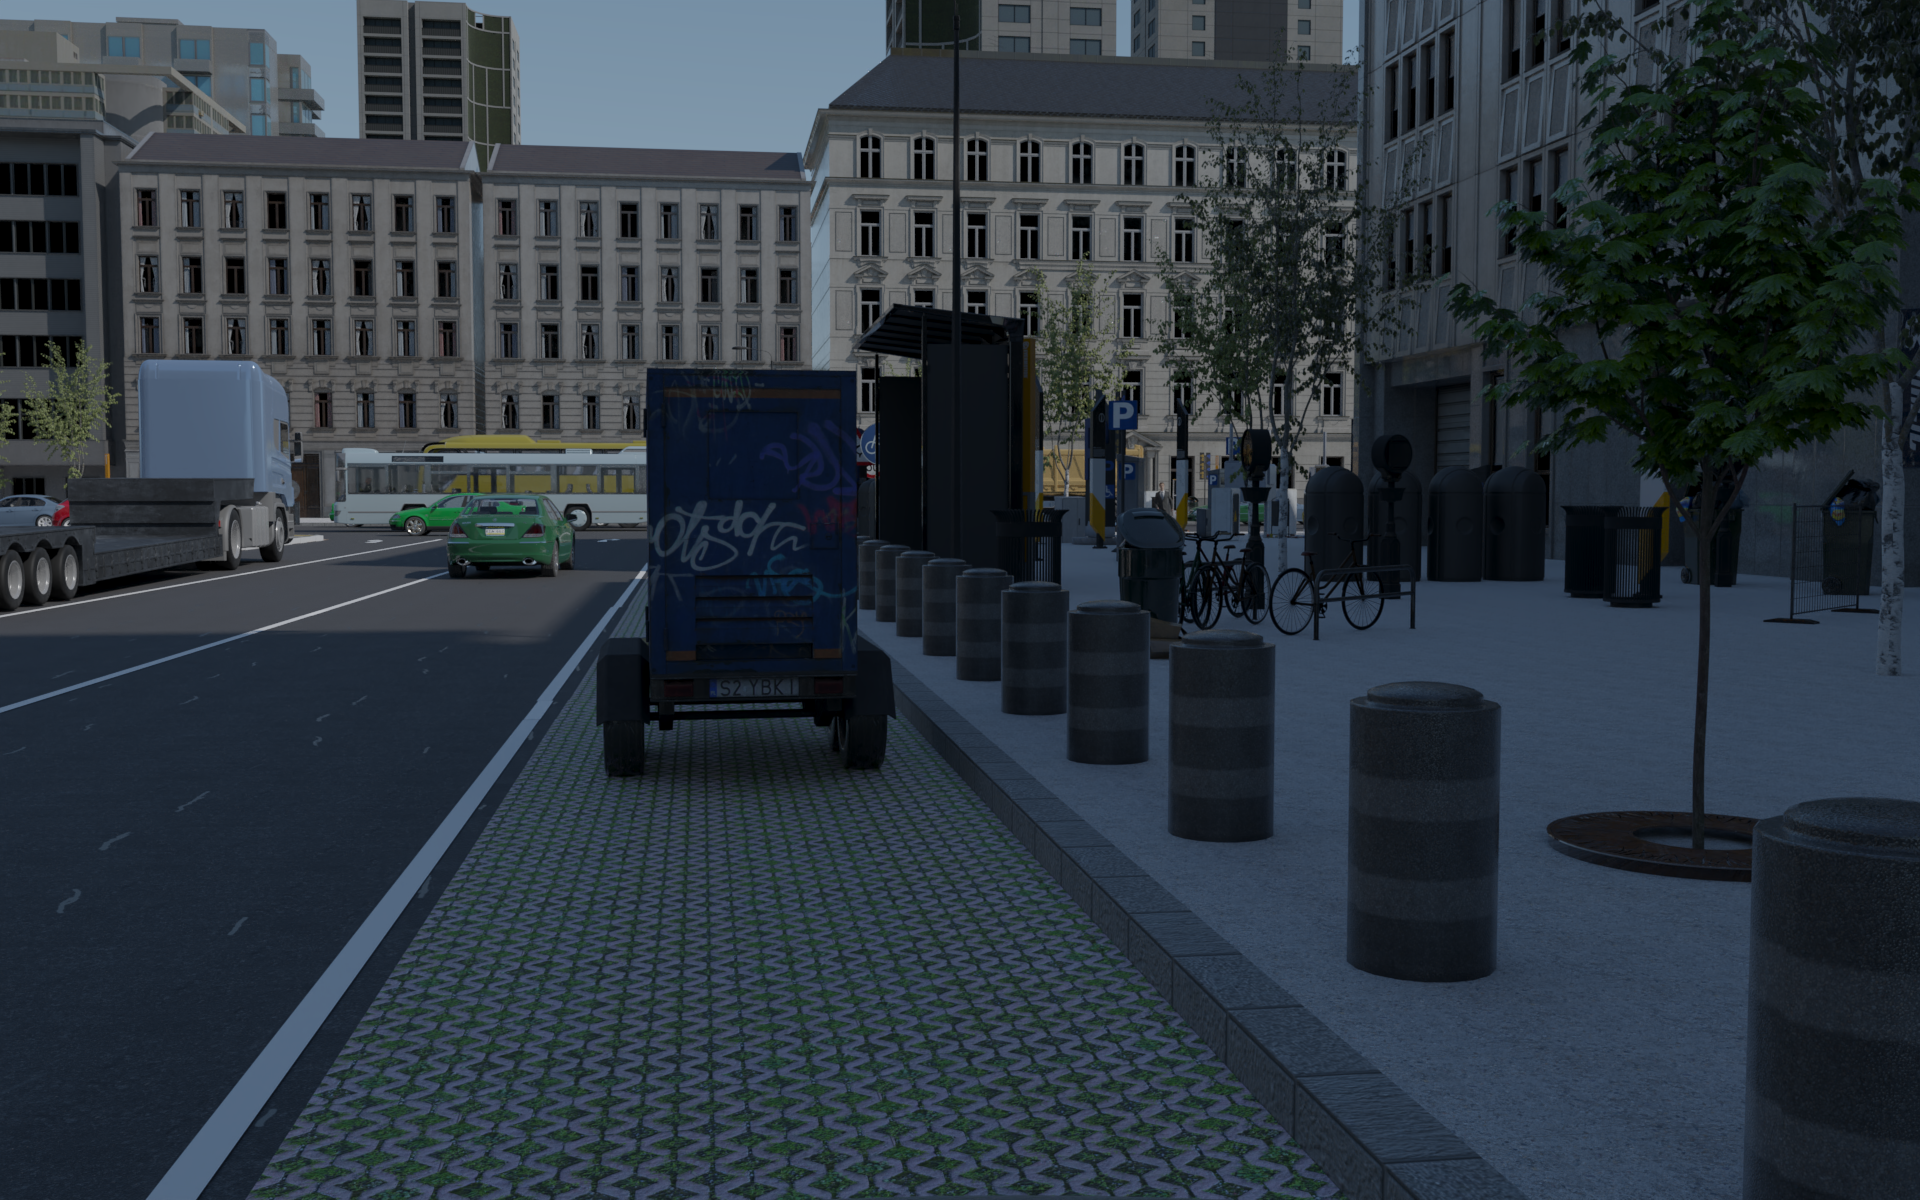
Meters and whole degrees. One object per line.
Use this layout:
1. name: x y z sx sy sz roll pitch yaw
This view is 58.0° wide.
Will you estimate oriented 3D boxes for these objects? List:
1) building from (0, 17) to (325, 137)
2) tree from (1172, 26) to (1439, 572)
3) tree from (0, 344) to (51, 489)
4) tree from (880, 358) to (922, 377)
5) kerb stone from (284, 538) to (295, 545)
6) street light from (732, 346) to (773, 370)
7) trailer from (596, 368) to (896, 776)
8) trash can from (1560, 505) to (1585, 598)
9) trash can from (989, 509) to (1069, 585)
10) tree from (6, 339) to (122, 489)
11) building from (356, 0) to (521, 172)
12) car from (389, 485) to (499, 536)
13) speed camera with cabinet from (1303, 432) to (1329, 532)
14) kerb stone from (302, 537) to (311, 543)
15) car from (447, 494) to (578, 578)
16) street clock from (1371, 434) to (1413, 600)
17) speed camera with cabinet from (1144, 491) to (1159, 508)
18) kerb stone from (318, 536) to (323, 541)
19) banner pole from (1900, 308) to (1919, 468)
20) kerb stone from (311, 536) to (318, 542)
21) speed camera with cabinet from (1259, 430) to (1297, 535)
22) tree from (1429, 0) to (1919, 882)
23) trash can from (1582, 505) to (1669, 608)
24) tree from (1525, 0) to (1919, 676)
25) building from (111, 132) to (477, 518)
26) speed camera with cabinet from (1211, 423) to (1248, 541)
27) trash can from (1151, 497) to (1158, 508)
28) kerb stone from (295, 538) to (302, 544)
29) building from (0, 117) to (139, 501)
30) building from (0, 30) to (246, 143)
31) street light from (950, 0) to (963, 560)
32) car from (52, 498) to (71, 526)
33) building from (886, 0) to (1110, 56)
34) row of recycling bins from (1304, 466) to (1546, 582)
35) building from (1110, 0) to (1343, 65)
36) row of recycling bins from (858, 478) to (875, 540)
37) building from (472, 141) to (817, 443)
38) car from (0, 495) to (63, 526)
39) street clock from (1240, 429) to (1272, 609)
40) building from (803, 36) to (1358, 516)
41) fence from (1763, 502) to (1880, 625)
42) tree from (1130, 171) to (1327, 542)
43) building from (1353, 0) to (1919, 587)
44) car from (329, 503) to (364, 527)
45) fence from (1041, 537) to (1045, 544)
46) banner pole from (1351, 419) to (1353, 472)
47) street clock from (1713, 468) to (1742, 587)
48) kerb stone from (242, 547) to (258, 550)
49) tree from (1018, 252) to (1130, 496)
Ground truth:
1. building: -81.672 -34.129 177.624 30.456 49.044 23.786 -1 4 -8
2. tree: 5.559 -4.769 28.338 4.360 8.622 3.978 0 3 0
3. tree: -47.565 -8.160 83.786 4.737 8.622 4.395 0 3 0
4. tree: -2.672 -8.598 90.939 4.737 8.622 4.395 0 3 0
5. kerb stone: -19.052 -1.636 48.940 0.120 0.150 1.000 -1 4 -8
6. street light: -6.449 -5.012 54.493 1.470 5.913 1.316 -1 4 -8
7. trailer: -1.296 -0.173 9.879 1.471 1.999 3.904 -1 4 -10
8. trash can: 7.817 -0.600 21.461 0.748 1.137 0.748 0 3 0
9. trash can: 0.641 -0.273 16.111 0.748 1.137 0.748 0 3 0
10. tree: -41.797 -8.023 81.536 4.737 8.622 4.395 0 3 0
11. building: -75.916 -49.966 255.197 20.611 71.187 20.563 -1 4 -8
12. car: -17.250 -3.119 59.789 4.718 1.807 1.959 0 4 -8
13. speed camera with cabinet: 11.469 -3.760 55.817 0.660 3.252 2.038 0 4 5
14. kerb stone: -19.358 -1.757 50.973 0.120 0.150 1.000 -1 4 -8
15. car: -8.039 -1.189 31.232 2.131 1.459 4.920 0 4 -7
16. street clock: 5.252 -1.012 21.110 0.471 2.002 0.358 -2 4 -30
17. speed camera with cabinet: 10.098 -6.190 95.540 2.038 3.252 0.660 -1 4 -15
18. kerb stone: -19.658 -1.884 53.006 0.120 0.150 1.000 -1 4 -8
19. banner pole: 11.513 -1.862 20.460 0.863 3.779 0.401 2 4 32
20. kerb stone: -19.515 -1.818 51.986 0.120 0.150 1.000 -1 4 -8
21. speed camera with cabinet: 9.808 -3.656 54.117 0.660 3.252 2.038 3 4 39
22. tree: 2.522 -0.707 6.165 1.663 3.219 1.824 0 3 0
23. trash can: 7.639 -0.491 19.674 0.748 1.137 0.748 0 3 0
24. tree: 6.376 -3.766 11.933 4.360 8.622 3.978 0 3 0
25. building: -35.646 -15.113 96.251 18.267 20.994 9.793 -1 4 -8
26. speed camera with cabinet: 7.484 -3.270 47.794 0.660 3.252 2.038 2 4 23
27. trash can: 10.763 -5.070 94.546 0.748 1.137 0.748 0 3 0
28. kerb stone: -19.216 -1.694 49.953 0.120 0.150 1.000 -1 4 -8
29. building: -59.940 -16.890 95.224 30.058 24.678 14.314 -1 4 -8
30. building: -77.374 -28.012 149.883 32.217 40.220 23.993 -1 4 -8
31. street light: -0.567 -2.612 15.255 1.470 5.913 1.316 -1 4 -8
32. car: -27.407 -2.937 57.054 4.494 1.783 2.155 0 4 -7
33. building: 2.147 -44.224 161.320 20.563 71.187 20.611 -1 4 -8
34. row of recycling bins: 6.896 -1.133 25.635 3.534 1.692 1.069 0 4 -2
35. building: 29.586 -46.325 195.665 20.611 71.187 20.563 -1 4 -8
36. row of recycling bins: -1.735 -2.290 44.551 1.069 1.692 3.534 -2 4 -23
37. building: -17.649 -15.306 99.408 18.267 20.994 9.793 -1 4 -8
38. car: -36.472 -3.366 67.041 4.499 1.417 2.014 -1 4 -9
39. street clock: 3.290 -0.900 19.290 0.358 2.002 0.471 0 4 -7
40. building: 12.755 -20.242 107.366 44.131 29.872 17.030 -1 4 -8
41. fence: 8.998 -0.414 17.967 0.480 1.192 2.264 3 5 43
42. tree: 6.331 -5.412 38.848 4.737 8.622 4.395 0 3 0
43. building: 17.219 -13.192 33.704 12.078 24.808 19.932 -1 4 -8
44. car: -24.966 -4.075 75.422 4.718 1.807 1.959 -1 4 -10
45. fence: 2.065 -1.831 45.309 0.278 0.683 2.069 0 4 -1
46. banner pole: 11.802 -3.702 50.550 0.863 3.779 0.401 1 4 12
47. street clock: 10.535 -1.179 23.851 0.471 2.002 0.358 1 4 12
48. kerb stone: -18.441 -1.387 44.868 0.120 0.150 1.000 -1 4 -8
49. tree: 3.365 -6.316 53.630 4.737 8.622 4.395 0 3 0
